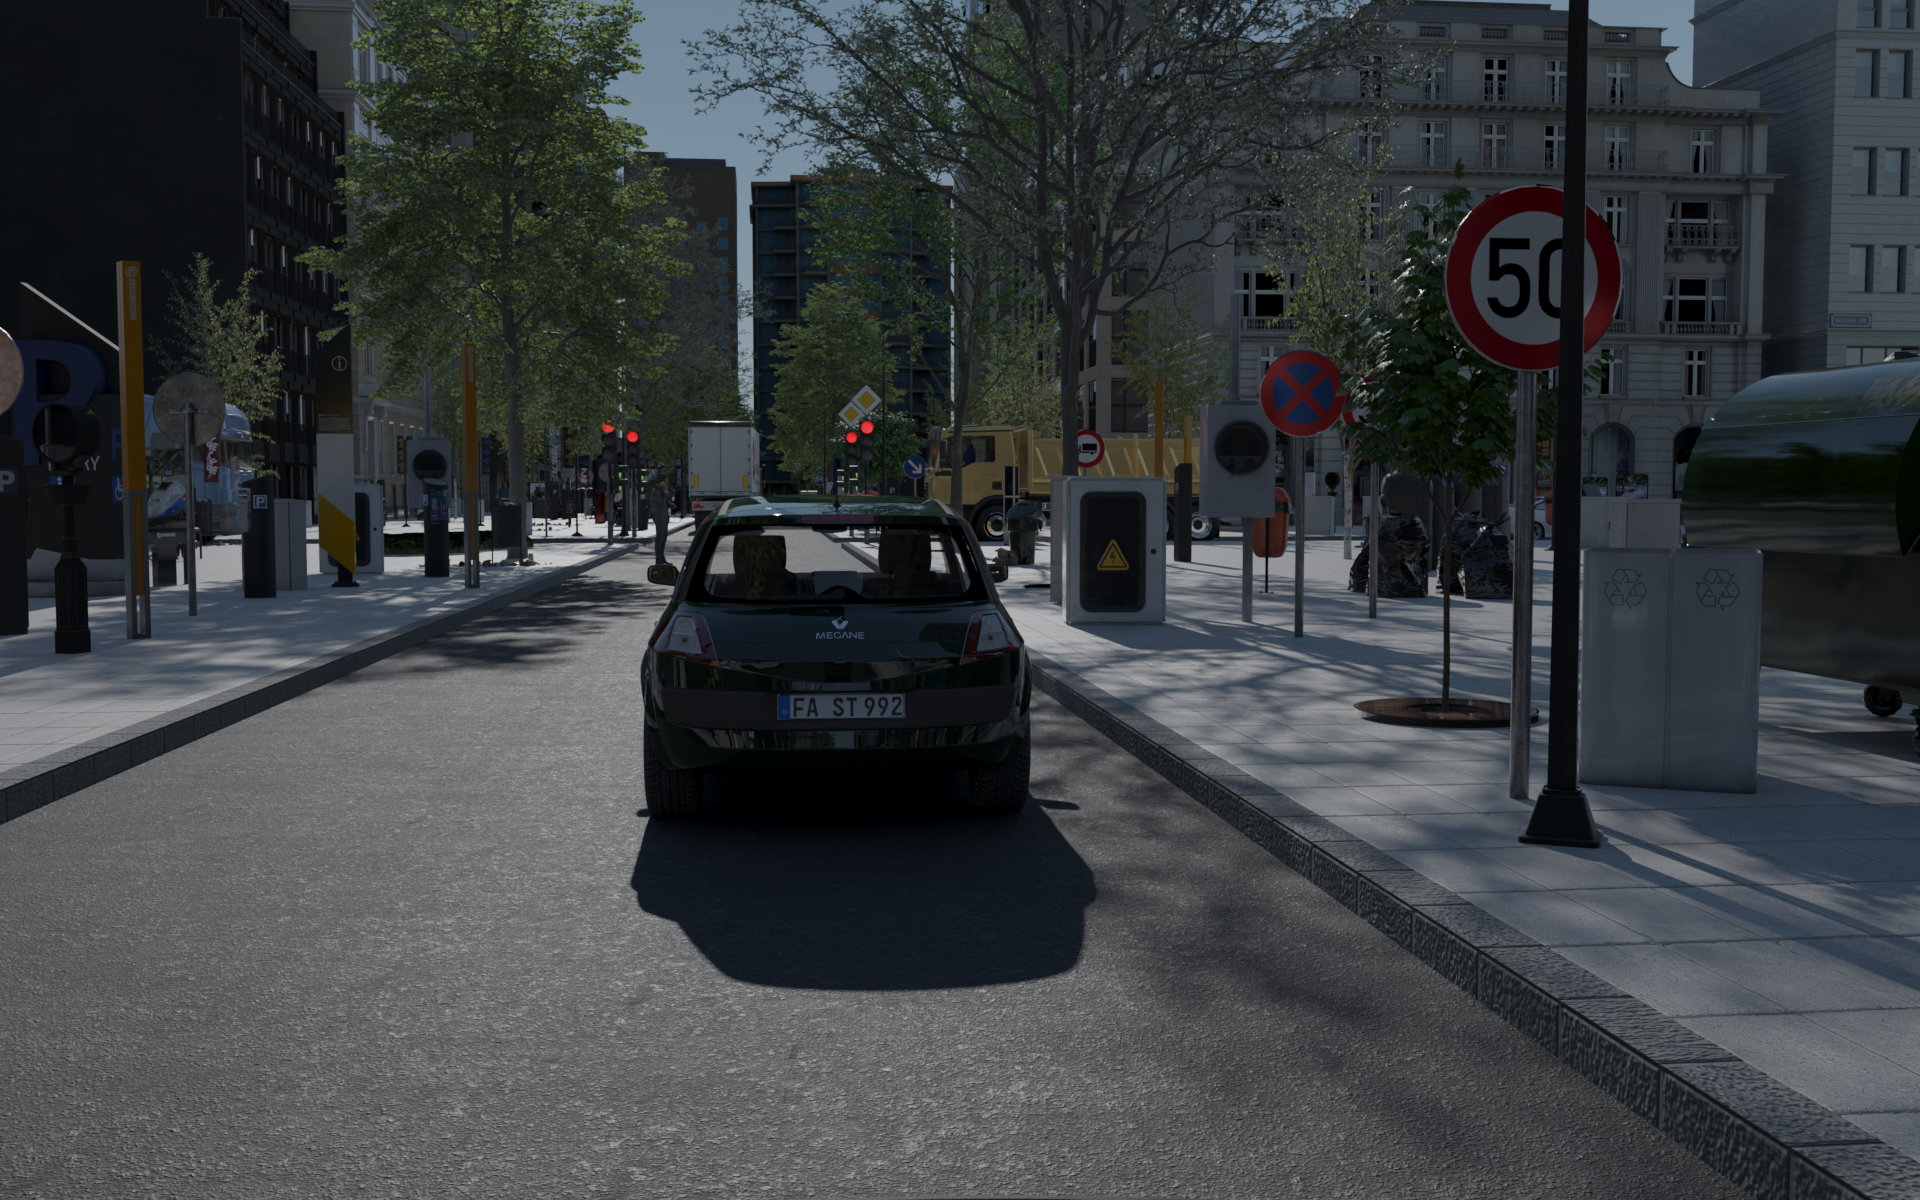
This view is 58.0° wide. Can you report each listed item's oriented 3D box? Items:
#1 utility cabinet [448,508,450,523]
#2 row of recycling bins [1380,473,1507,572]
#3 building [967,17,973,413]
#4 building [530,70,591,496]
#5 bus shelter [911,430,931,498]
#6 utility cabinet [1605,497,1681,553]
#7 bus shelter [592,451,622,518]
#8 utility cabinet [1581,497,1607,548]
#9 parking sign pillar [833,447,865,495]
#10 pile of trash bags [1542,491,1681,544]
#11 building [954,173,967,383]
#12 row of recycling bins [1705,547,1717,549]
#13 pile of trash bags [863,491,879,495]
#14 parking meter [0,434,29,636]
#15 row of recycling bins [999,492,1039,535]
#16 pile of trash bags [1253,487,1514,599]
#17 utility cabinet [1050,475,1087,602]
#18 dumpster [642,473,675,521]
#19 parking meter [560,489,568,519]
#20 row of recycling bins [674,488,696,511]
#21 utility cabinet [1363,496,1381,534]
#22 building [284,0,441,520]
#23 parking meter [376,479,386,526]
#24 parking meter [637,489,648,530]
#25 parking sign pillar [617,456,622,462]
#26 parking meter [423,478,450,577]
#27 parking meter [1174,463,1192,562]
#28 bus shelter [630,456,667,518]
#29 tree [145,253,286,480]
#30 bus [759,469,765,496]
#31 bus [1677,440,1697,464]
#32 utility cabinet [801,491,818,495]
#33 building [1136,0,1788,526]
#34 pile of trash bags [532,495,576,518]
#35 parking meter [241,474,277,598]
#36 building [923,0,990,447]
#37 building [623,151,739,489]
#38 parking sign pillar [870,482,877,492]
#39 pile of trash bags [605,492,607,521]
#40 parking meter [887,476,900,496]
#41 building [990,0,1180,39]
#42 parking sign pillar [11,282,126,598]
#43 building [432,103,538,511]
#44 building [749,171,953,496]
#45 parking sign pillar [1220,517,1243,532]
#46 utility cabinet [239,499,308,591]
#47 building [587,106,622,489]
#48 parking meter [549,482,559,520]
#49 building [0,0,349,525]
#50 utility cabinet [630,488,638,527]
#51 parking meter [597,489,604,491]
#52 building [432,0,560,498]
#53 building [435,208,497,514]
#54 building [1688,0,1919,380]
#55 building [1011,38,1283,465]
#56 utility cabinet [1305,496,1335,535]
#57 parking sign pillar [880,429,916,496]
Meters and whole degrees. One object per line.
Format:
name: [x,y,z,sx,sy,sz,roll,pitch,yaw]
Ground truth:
utility cabinet: [-22.908,-3.976,76.168,1.020,1.237,0.306,2,4,25]
row of recycling bins: [8.281,-1.382,29.709,1.069,1.692,3.534,3,5,43]
building: [7.368,-28.673,152.398,14.154,41.232,14.086,0,4,-6]
building: [-46.119,-32.308,178.342,14.200,45.320,14.600,0,4,-6]
bus shelter: [-1.020,-4.581,66.187,1.731,3.624,6.357,0,4,-6]
utility cabinet: [8.988,-0.709,22.749,1.020,1.237,0.306,-2,4,-28]
bus shelter: [-19.616,-6.517,97.828,1.731,3.624,6.357,0,4,-6]
utility cabinet: [15.128,-1.812,40.794,1.020,1.237,0.306,2,4,28]
parking sign pillar: [-5.513,-5.703,81.710,1.447,3.967,1.447,-2,4,-31]
pile of trash bags: [17.253,-2.213,45.930,3.447,1.369,1.912,1,4,15]
building: [10.058,-37.557,237.753,21.600,48.544,21.300,0,4,-6]
row of recycling bins: [8.596,-0.520,15.621,3.534,1.692,1.069,2,4,34]
pile of trash bags: [-1.653,-2.749,54.702,3.447,1.369,1.912,-3,5,-39]
parking meter: [-8.724,-0.615,15.770,0.255,1.863,0.399,3,4,36]
row of recycling bins: [1.805,-2.958,55.472,1.069,1.692,3.534,-1,4,-11]
pile of trash bags: [5.385,-0.763,22.227,3.447,1.369,1.912,1,4,16]
utility cabinet: [1.429,-0.736,20.709,0.318,1.500,1.173,1,4,23]
dumpster: [-13.852,-4.694,79.242,1.502,2.255,1.985,0,4,-6]
parking meter: [-20.135,-4.890,88.369,0.372,1.533,0.369,0,3,0]
row of recycling bins: [-19.715,-7.142,123.888,1.069,1.692,3.534,-2,4,-31]
utility cabinet: [13.285,-2.720,55.627,0.306,1.237,1.020,3,4,38]
building: [-34.884,-18.489,88.201,13.634,28.700,20.117,0,4,-6]
parking meter: [-23.188,-3.893,69.368,0.255,1.863,0.399,-2,4,-33]
parking meter: [-11.461,-3.312,62.563,0.372,1.533,0.369,0,3,0]
parking sign pillar: [-21.396,-7.239,106.833,1.447,3.967,1.447,0,4,-8]
parking meter: [-8.106,-1.125,26.807,0.372,1.533,0.369,0,3,0]
parking meter: [4.231,-1.662,32.882,0.255,1.863,0.399,-1,4,-11]
bus shelter: [-17.259,-6.199,95.272,2.014,3.302,5.546,0,4,-7]
tree: [-22.394,-6.254,52.623,4.360,8.622,3.978,0,3,0]
bus: [-18.607,-9.821,152.116,2.896,3.916,12.252,0,4,-6]
bus: [28.148,-3.718,52.331,12.252,3.916,2.896,0,4,-8]
utility cabinet: [-10.879,-7.115,125.014,1.173,1.500,0.318,0,4,5]
building: [20.849,-14.296,75.543,24.055,21.916,13.314,0,4,-6]
pile of trash bags: [-22.116,-5.007,91.618,3.447,1.369,1.912,-2,4,-26]
parking meter: [-8.676,-0.796,21.432,0.372,1.533,0.369,0,3,0]
building: [8.695,-52.689,174.134,22.319,86.520,31.000,0,4,-6]
building: [-36.666,-35.463,229.922,14.200,45.320,14.600,0,4,-6]
parking sign pillar: [-4.884,-6.725,98.431,1.447,3.967,1.447,-3,5,-40]
pile of trash bags: [-16.458,-4.438,82.316,1.912,1.369,3.447,0,4,6]
parking meter: [-2.177,-3.119,56.705,0.399,1.863,0.255,1,4,9]
building: [9.116,-27.807,138.246,14.154,41.232,14.086,0,4,-6]
parking sign pillar: [-11.310,-2.051,22.011,1.447,3.967,1.447,0,4,5]
building: [-40.219,-21.974,130.979,14.160,30.474,14.107,0,4,-6]
building: [-15.597,-35.535,235.618,28.867,44.769,22.147,0,4,-6]
parking sign pillar: [9.552,-4.338,59.395,1.447,3.967,1.447,3,4,36]
utility cabinet: [-9.219,-0.741,23.281,1.020,1.237,0.306,2,4,31]
building: [-58.135,-39.439,234.070,27.495,52.752,28.713,0,4,-6]
parking meter: [-20.214,-4.928,86.283,0.399,1.863,0.255,-3,4,-39]
building: [-33.163,-14.729,70.503,12.332,23.373,15.834,0,4,-6]
utility cabinet: [-12.640,-3.609,67.679,0.318,1.500,1.173,-2,4,-25]
parking meter: [-19.434,-5.218,93.722,0.372,1.533,0.369,0,3,0]
building: [-45.246,-43.325,146.609,20.563,71.187,20.611,0,4,-6]
building: [-37.947,-16.419,110.250,13.314,21.916,24.055,0,4,-6]
building: [49.098,-18.290,76.531,29.804,29.767,11.434,0,4,-6]
building: [15.240,-18.837,112.498,19.350,26.468,34.151,0,4,-6]
utility cabinet: [11.326,-2.665,54.742,1.020,1.237,0.306,3,5,43]
parking sign pillar: [-2.347,-5.061,71.212,1.447,3.967,1.447,2,4,24]
